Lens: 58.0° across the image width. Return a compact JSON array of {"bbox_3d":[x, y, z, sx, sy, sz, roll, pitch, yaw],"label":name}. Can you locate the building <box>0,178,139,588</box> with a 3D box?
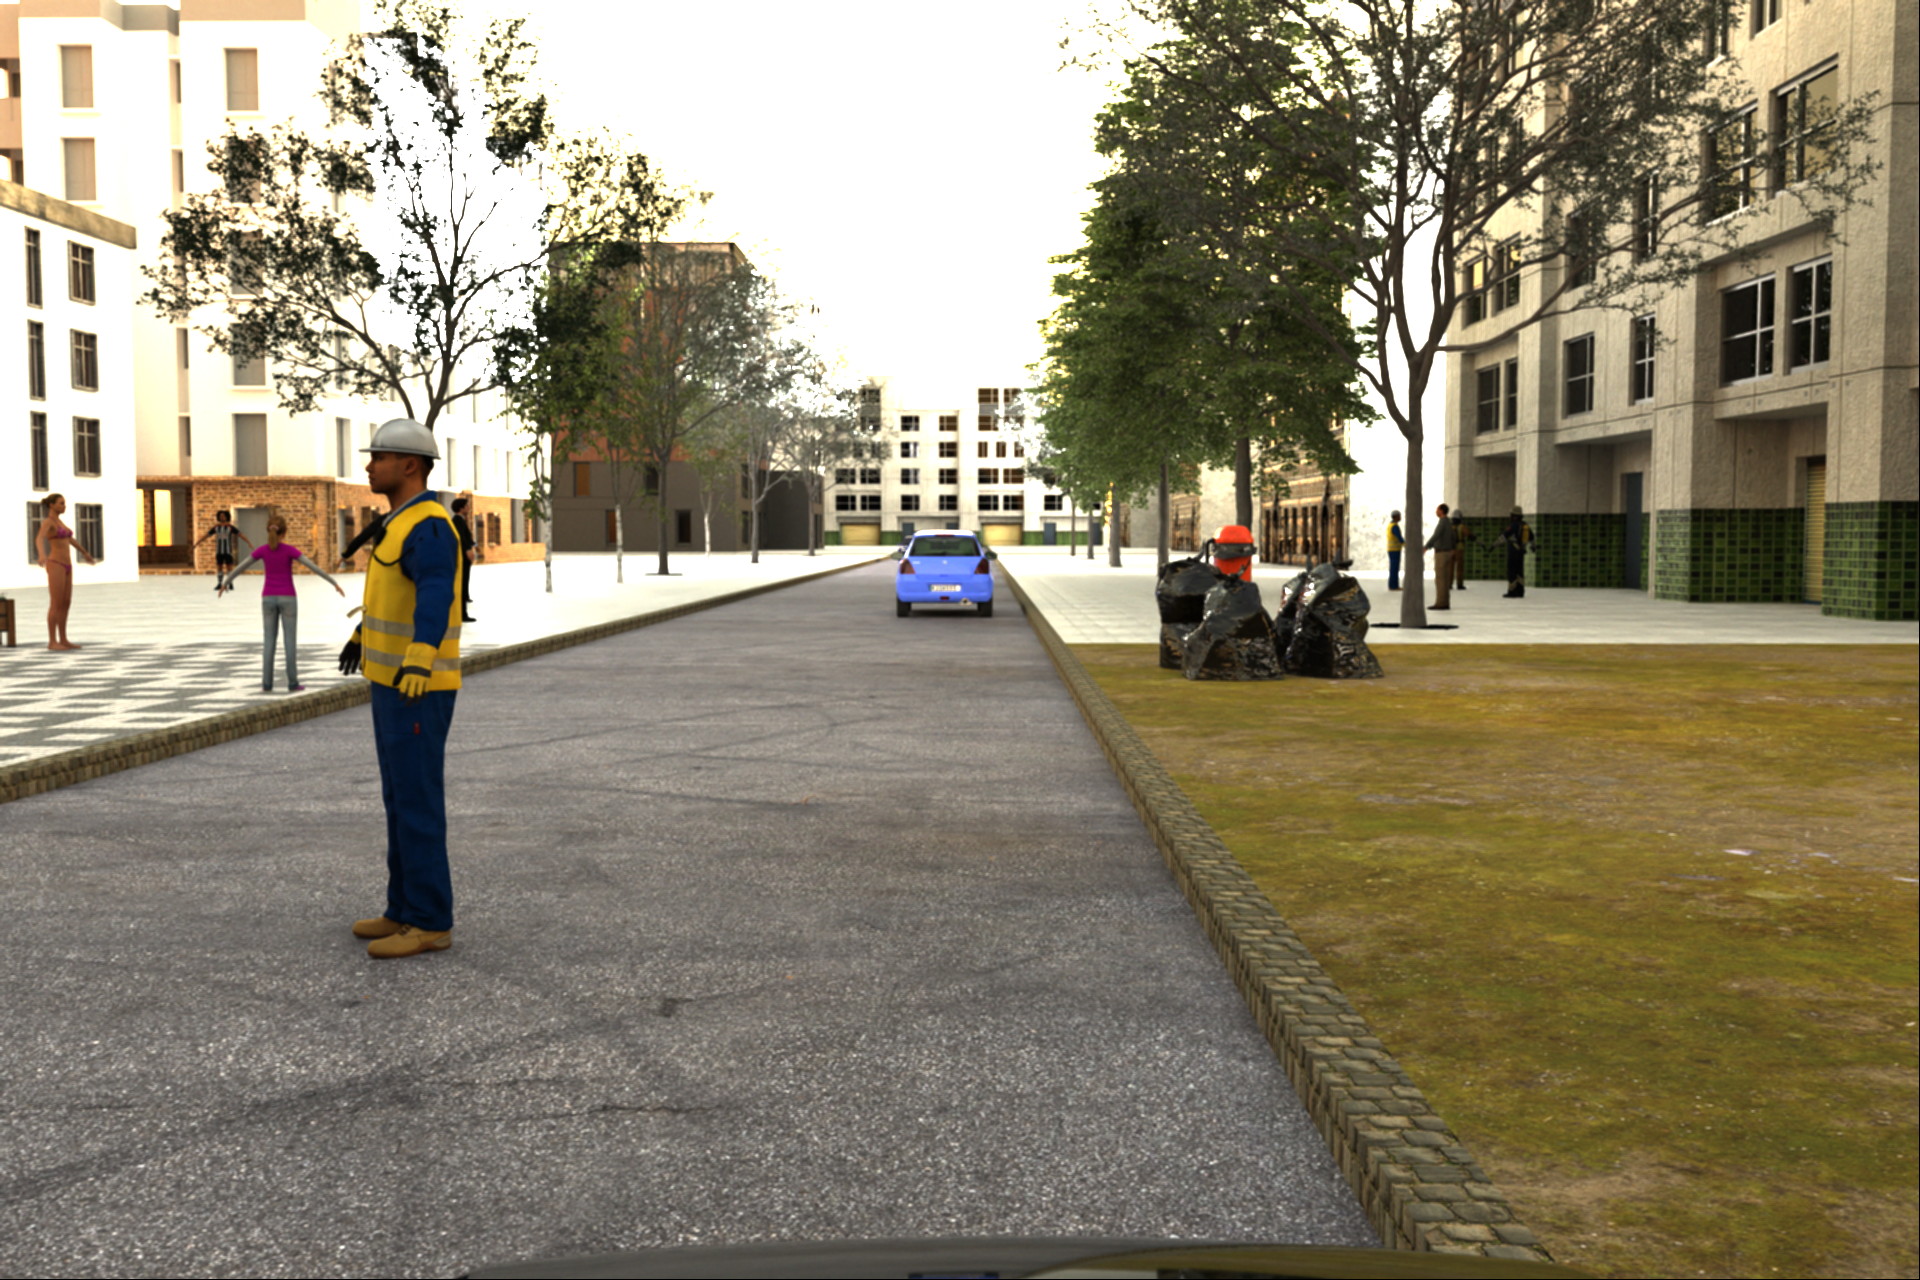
[{"bbox_3d":[-23.388,-5.594,33.614,9.099,9.664,28.070,0,4,0],"label":"building"}]

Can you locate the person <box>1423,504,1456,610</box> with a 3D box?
[{"bbox_3d":[8.153,-1.413,29.380,0.705,1.796,1.348,3,4,37],"label":"person"}]

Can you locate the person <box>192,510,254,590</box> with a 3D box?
[{"bbox_3d":[-16.920,-2.059,39.810,1.345,1.843,0.704,0,4,-7],"label":"person"}]

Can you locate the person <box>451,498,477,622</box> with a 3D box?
[{"bbox_3d":[-7.268,-1.172,25.353,0.705,1.806,1.347,-1,4,-20],"label":"person"}]

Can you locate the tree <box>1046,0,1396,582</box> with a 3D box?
[{"bbox_3d":[5.406,-7.139,34.851,7.486,12.596,7.792,0,3,0],"label":"tree"}]

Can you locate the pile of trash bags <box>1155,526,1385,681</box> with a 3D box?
[{"bbox_3d":[2.838,-0.429,16.768,1.912,1.369,3.447,0,4,-1],"label":"pile of trash bags"}]

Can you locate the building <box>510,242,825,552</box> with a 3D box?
[{"bbox_3d":[-26.116,-17.960,137.614,27.936,21.610,32.646,0,4,0],"label":"building"}]

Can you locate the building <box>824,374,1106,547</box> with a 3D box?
[{"bbox_3d":[0.700,-20.149,198.355,31.486,18.905,16.747,0,4,3],"label":"building"}]

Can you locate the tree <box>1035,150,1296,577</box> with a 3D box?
[{"bbox_3d":[6.109,-8.149,51.361,7.486,12.596,7.792,0,3,0],"label":"tree"}]

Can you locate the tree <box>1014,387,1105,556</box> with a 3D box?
[{"bbox_3d":[6.778,-10.103,99.591,7.601,10.594,8.767,-3,5,-43],"label":"tree"}]

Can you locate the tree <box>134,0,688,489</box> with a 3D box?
[{"bbox_3d":[-9.069,-5.768,28.715,8.767,10.594,7.601,-2,4,-27],"label":"tree"}]

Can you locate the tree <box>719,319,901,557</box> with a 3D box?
[{"bbox_3d":[-8.444,-11.518,98.693,12.009,13.543,11.850,0,3,0],"label":"tree"}]

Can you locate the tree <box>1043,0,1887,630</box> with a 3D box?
[{"bbox_3d":[6.090,-6.898,23.156,12.009,13.543,11.850,0,3,0],"label":"tree"}]

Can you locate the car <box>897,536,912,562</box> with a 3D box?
[{"bbox_3d":[-2.239,-4.657,88.727,1.945,1.354,3.894,0,4,1],"label":"car"}]

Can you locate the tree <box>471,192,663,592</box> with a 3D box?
[{"bbox_3d":[-8.943,-5.375,38.250,4.737,8.622,4.395,0,3,0],"label":"tree"}]

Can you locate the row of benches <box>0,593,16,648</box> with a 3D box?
[{"bbox_3d":[-12.259,-0.187,18.521,4.104,0.672,1.422,-3,5,-43],"label":"row of benches"}]

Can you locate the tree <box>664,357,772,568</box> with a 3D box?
[{"bbox_3d":[-9.742,-7.086,66.215,4.360,8.622,3.978,0,3,0],"label":"tree"}]

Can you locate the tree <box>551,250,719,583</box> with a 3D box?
[{"bbox_3d":[-9.119,-5.808,45.325,4.360,8.622,3.978,0,3,0],"label":"tree"}]

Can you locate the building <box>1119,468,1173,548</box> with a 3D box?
[{"bbox_3d":[24.861,-20.608,167.863,19.493,23.208,18.063,0,4,0],"label":"building"}]

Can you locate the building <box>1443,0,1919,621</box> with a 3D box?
[{"bbox_3d":[21.982,-10.204,33.286,16.747,18.905,31.486,0,4,1],"label":"building"}]

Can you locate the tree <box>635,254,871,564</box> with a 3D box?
[{"bbox_3d":[-8.765,-10.060,74.848,12.009,13.543,11.850,0,3,0],"label":"tree"}]

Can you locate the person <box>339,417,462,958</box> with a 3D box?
[{"bbox_3d":[-1.941,0.148,6.011,0.705,1.833,1.349,-2,4,-27],"label":"person"}]

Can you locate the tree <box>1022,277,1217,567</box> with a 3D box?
[{"bbox_3d":[6.163,-9.060,66.254,7.486,12.596,7.792,0,3,0],"label":"tree"}]

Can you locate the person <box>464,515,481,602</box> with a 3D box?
[{"bbox_3d":[-9.310,-1.593,32.759,0.721,1.740,1.216,-2,4,-33],"label":"person"}]

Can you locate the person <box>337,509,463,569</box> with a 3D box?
[{"bbox_3d":[-6.271,-0.823,19.389,1.347,1.837,0.705,-1,4,-14],"label":"person"}]

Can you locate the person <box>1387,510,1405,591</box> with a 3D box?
[{"bbox_3d":[9.934,-2.046,39.428,0.705,1.833,1.349,0,4,0],"label":"person"}]

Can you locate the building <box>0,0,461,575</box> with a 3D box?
[{"bbox_3d":[-24.960,-12.208,56.025,16.016,20.090,11.380,0,4,0],"label":"building"}]

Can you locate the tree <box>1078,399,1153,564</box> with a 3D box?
[{"bbox_3d":[6.591,-7.548,73.768,4.737,8.622,4.395,0,3,0],"label":"tree"}]

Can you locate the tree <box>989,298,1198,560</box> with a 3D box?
[{"bbox_3d":[6.541,-10.798,86.916,12.009,13.543,11.850,0,3,0],"label":"tree"}]

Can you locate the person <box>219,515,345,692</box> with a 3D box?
[{"bbox_3d":[-5.551,-0.299,14.162,0.991,1.433,0.599,0,4,-7],"label":"person"}]

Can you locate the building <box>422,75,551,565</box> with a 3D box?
[{"bbox_3d":[-25.378,-13.245,72.970,16.016,20.090,11.380,0,3,0],"label":"building"}]

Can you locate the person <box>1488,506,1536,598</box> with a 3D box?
[{"bbox_3d":[11.213,-1.787,34.996,1.354,1.856,0.705,-2,4,-32],"label":"person"}]

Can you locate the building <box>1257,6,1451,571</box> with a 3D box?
[{"bbox_3d":[22.558,-14.476,67.611,19.493,23.208,18.063,0,4,1],"label":"building"}]

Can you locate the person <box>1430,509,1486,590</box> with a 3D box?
[{"bbox_3d":[11.507,-2.103,40.145,1.354,1.858,0.705,3,4,37],"label":"person"}]

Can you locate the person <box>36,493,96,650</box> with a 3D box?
[{"bbox_3d":[-9.939,-0.762,19.254,0.721,1.733,1.217,0,4,-3],"label":"person"}]

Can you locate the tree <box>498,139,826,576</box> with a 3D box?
[{"bbox_3d":[-9.345,-8.782,53.957,12.009,13.543,11.850,0,3,0],"label":"tree"}]

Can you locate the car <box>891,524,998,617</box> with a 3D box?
[{"bbox_3d":[-0.281,-1.321,31.188,1.945,1.707,3.694,0,4,-1],"label":"car"}]

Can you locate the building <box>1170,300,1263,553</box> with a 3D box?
[{"bbox_3d":[25.648,-18.052,126.072,19.493,23.208,18.063,0,4,1],"label":"building"}]
